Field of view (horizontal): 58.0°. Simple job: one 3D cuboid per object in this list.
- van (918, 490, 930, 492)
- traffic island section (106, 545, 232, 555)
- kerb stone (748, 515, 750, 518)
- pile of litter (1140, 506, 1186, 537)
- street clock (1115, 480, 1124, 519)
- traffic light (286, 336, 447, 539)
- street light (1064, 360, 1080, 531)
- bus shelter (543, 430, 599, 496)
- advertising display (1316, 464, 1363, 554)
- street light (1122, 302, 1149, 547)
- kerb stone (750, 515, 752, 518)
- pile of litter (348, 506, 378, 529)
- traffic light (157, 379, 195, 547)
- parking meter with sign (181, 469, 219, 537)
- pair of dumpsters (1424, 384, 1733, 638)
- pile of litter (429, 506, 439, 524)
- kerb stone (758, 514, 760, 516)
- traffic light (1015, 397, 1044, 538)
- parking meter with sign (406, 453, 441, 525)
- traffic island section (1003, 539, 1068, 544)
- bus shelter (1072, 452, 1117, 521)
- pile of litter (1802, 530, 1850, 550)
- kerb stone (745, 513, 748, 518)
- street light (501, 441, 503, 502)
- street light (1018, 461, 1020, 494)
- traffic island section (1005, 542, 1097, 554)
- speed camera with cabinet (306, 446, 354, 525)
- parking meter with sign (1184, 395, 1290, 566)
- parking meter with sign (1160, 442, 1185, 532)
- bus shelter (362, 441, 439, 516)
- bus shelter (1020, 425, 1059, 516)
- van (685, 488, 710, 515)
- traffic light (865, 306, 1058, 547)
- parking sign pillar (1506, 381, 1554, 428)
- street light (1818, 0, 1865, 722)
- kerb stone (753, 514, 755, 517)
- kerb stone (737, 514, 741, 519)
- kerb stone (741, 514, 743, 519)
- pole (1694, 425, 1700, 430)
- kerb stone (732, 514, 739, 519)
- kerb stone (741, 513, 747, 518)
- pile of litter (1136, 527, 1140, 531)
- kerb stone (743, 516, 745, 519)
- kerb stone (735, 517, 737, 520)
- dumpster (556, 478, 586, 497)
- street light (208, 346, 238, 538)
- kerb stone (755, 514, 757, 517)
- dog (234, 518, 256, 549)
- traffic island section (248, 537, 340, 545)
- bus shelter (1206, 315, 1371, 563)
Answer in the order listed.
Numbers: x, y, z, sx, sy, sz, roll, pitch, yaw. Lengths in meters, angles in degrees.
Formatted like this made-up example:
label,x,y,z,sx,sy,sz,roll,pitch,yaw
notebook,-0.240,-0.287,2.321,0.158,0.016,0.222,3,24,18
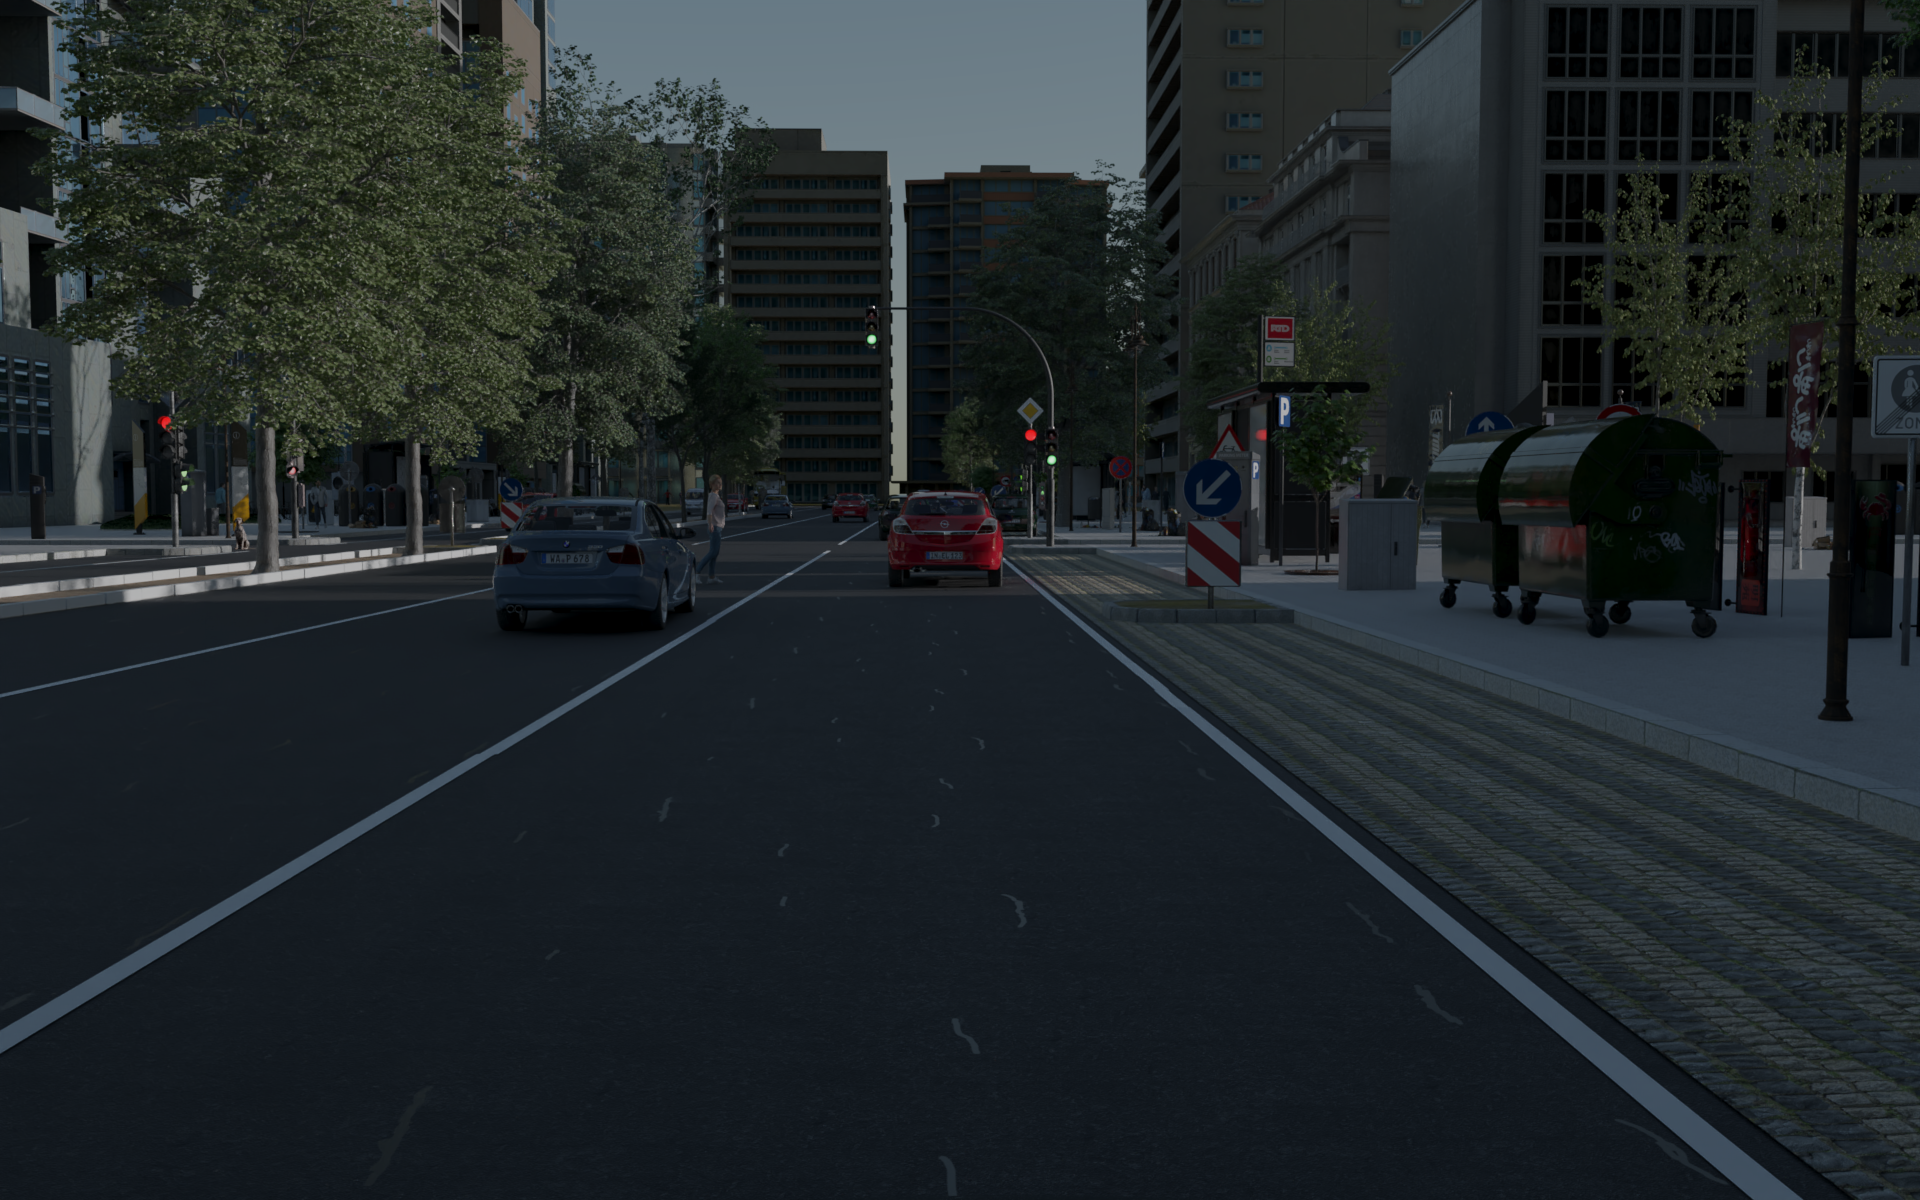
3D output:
label,x,y,z,sx,sy,sz,roll,pitch,yaw
van,-3.702,-10.541,179.364,2.013,2.044,4.112,0,4,1
traffic island section,-19.017,-1.204,41.962,2.009,0.180,2.903,0,4,-1
kerb stone,-12.802,-4.969,103.440,0.120,0.150,1.000,0,4,-1
pile of litter,6.598,-2.373,52.772,1.176,0.858,1.719,-3,5,-40
street clock,8.071,-5.083,87.672,0.471,2.002,0.358,-3,4,-37
traffic light,-17.052,-4.601,49.890,4.771,5.953,1.251,0,4,-1
street light,3.854,-5.327,59.877,0.468,5.910,1.993,0,4,-1
bus shelter,-25.083,-8.176,111.306,2.179,5.291,8.768,0,4,-1
advertising display,8.145,-1.957,37.214,0.974,1.923,0.123,1,4,19
street light,4.236,-4.231,41.958,0.468,5.910,1.993,0,4,-1
kerb stone,-12.822,-5.028,104.463,0.120,0.150,1.000,0,4,-1
pile of litter,-22.406,-3.122,65.017,1.176,0.858,1.719,0,4,-5
traffic light,-18.976,-3.236,41.828,0.839,4.253,0.868,0,4,-1
parking meter with sign,-23.166,-3.432,52.375,0.543,3.016,1.738,1,4,14
pair of dumpsters,6.054,-0.911,17.383,1.574,2.255,4.437,0,4,-1
pile of litter,-22.042,-3.657,73.760,1.719,0.858,1.176,0,4,2
kerb stone,-12.929,-5.344,109.583,0.120,0.150,1.000,0,4,-1
traffic light,2.015,-3.752,50.263,0.839,4.253,0.868,0,4,-1
parking meter with sign,-22.240,-4.582,71.172,1.738,3.016,0.543,-1,4,-8
traffic island section,2.055,-1.718,50.378,2.009,0.180,2.903,0,4,-1
bus shelter,6.199,-5.323,80.952,2.014,3.302,5.546,0,4,-1
pile of litter,20.276,-1.593,40.014,1.719,0.858,1.176,0,4,8
kerb stone,-12.773,-4.904,102.414,0.120,0.150,1.000,0,4,-1
street light,-21.782,-6.698,82.302,0.468,5.910,1.993,0,4,-1
street light,3.162,-7.338,92.760,0.468,5.910,1.993,0,4,-1
traffic island section,2.220,-1.230,42.395,2.009,0.180,2.903,0,4,-1
speed camera with cabinet,-25.749,-4.673,70.738,2.038,3.252,0.660,1,4,23
parking meter with sign,5.010,-2.138,31.217,1.738,3.016,0.543,2,4,31
parking meter with sign,7.544,-3.759,57.714,1.738,3.016,0.543,1,4,13
bus shelter,-25.531,-5.385,79.325,1.731,3.624,6.357,0,4,-1
bus shelter,4.437,-7.403,98.672,2.179,5.291,8.768,0,4,-1
van,-17.960,-6.793,118.080,2.013,2.044,4.112,0,4,-2
traffic light,0.090,-4.124,42.096,4.771,5.953,1.251,0,4,-1
parking sign pillar,13.741,-3.271,41.958,1.447,3.967,1.447,-2,4,-28
street light,4.980,-2.256,9.673,0.468,5.910,1.993,0,4,-1
kerb stone,-12.874,-5.154,106.508,0.120,0.150,1.000,0,4,-1
kerb stone,-12.694,-4.655,98.311,0.120,0.150,1.000,0,4,-1
kerb stone,-12.717,-4.718,99.338,0.120,0.150,1.000,0,4,-1
pole,21.627,-3.493,50.949,0.158,3.312,0.155,0,3,0
kerb stone,-12.678,-4.586,97.286,0.120,0.150,1.000,0,4,-1
kerb stone,-12.752,-4.844,101.392,0.120,0.150,1.000,0,4,-1
pile of litter,6.719,-2.833,60.285,1.176,0.858,1.719,-1,4,-14
kerb stone,-12.727,-4.781,100.361,0.120,0.150,1.000,0,4,-1
kerb stone,-12.654,-4.530,96.262,0.120,0.150,1.000,0,4,-1
dumpster,-23.288,-6.186,103.631,1.502,2.255,1.985,0,4,-1
street light,-21.203,-4.723,50.013,0.468,5.910,1.993,0,4,-1
kerb stone,-12.882,-5.217,107.530,0.120,0.150,1.000,0,4,-1
dog,-18.620,-1.731,45.142,0.513,0.831,0.800,2,4,34
traffic island section,-19.182,-1.692,49.946,2.009,0.180,2.903,0,4,-1
bus shelter,6.526,-3.604,36.554,2.179,5.291,8.768,0,4,-1
